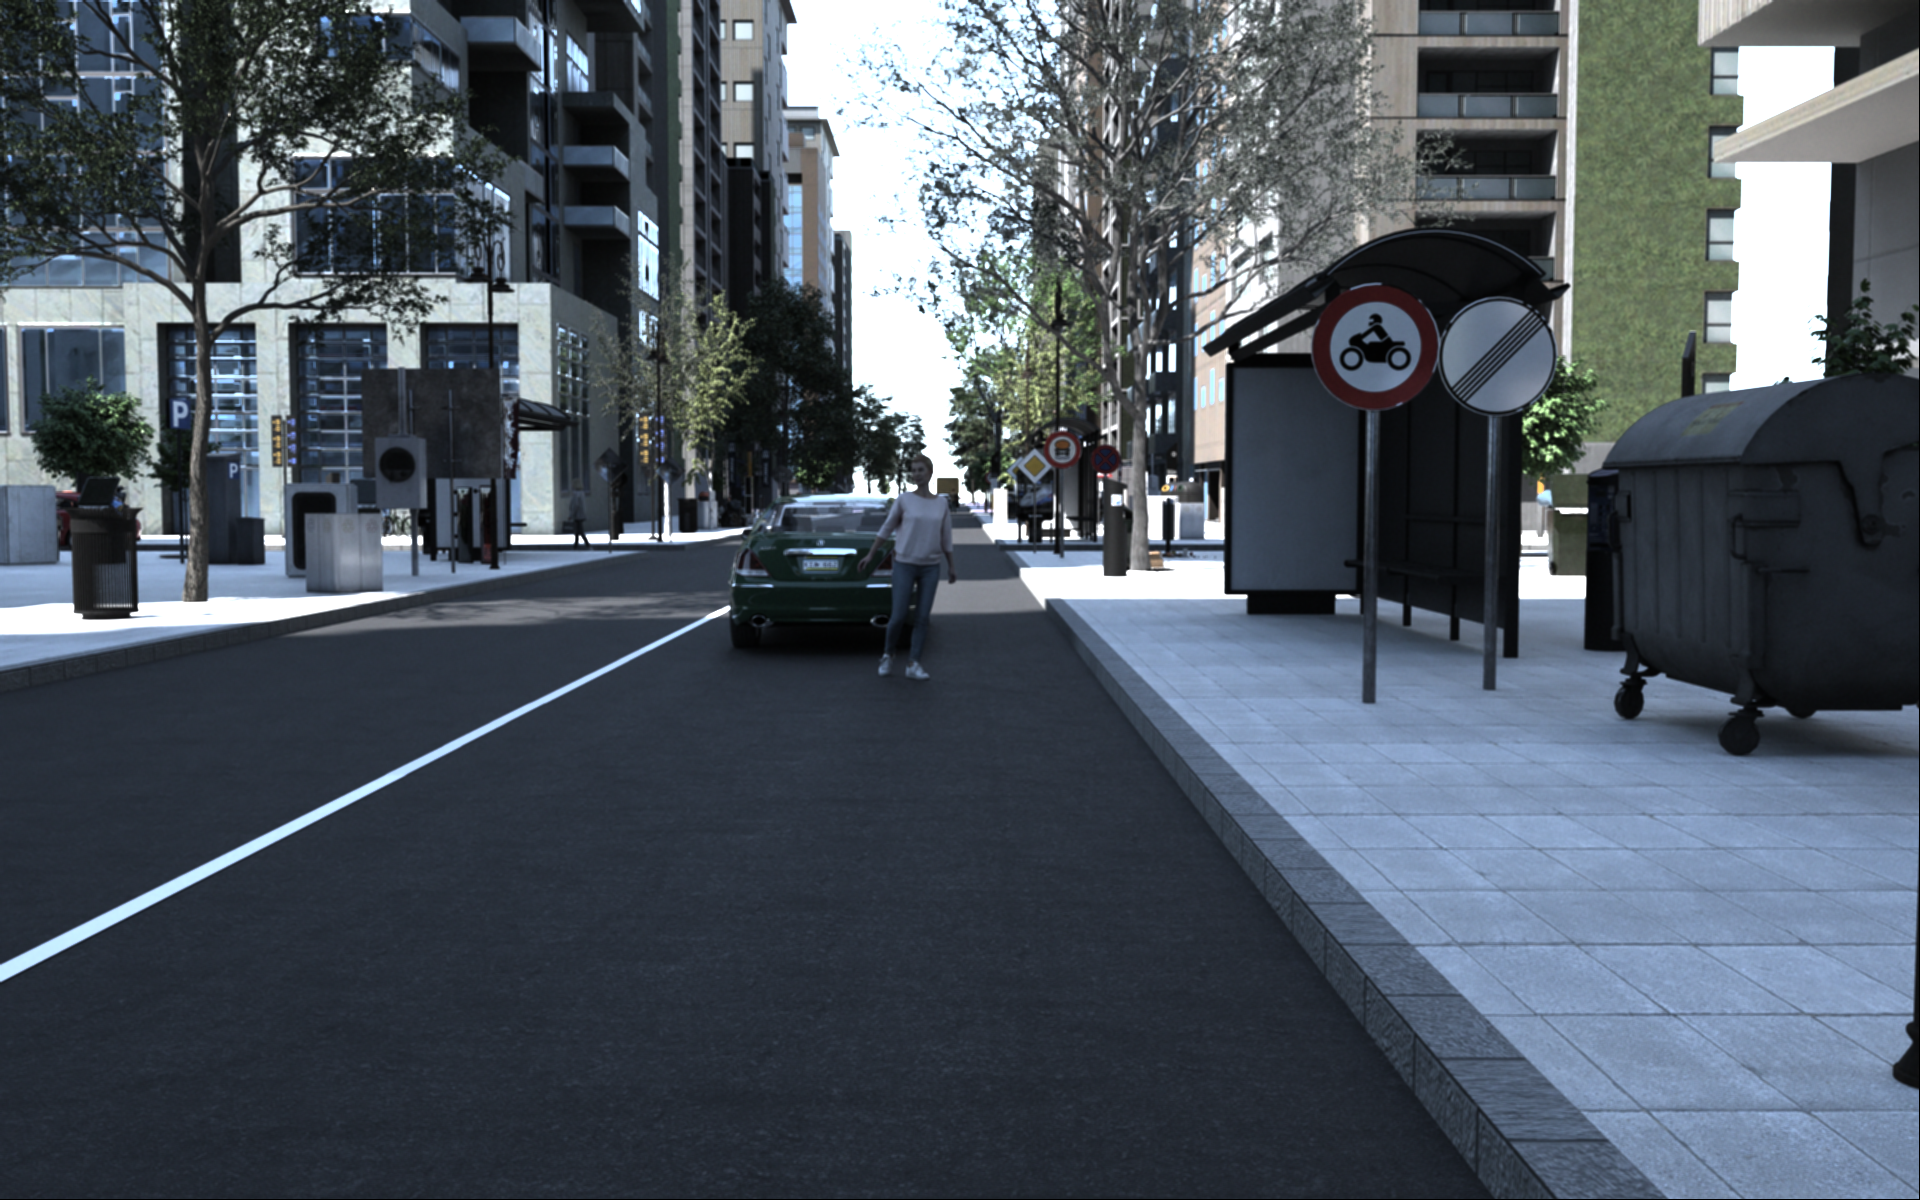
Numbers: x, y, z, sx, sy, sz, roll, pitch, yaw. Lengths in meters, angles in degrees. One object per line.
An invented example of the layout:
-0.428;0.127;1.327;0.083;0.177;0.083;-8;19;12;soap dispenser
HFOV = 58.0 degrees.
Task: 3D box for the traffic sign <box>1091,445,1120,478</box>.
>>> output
3.752;-2.727;44.696;0.768;2.556;0.104;0;4;7;traffic sign

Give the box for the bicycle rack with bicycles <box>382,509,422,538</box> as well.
-16.613;-2.329;51.461;2.852;0.926;2.925;-3;4;-37;bicycle rack with bicycles

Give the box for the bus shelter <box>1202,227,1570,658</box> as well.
3.606;-1.345;15.920;2.014;3.302;5.546;0;3;0;bus shelter

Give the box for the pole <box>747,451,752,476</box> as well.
-10.015;-5.425;82.549;0.158;3.312;0.155;0;3;0;pole

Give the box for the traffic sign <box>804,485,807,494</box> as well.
-9.852;-6.771;110.811;0.768;2.556;0.104;0;4;8;traffic sign

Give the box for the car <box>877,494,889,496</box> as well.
-5.446;-6.398;116.412;2.131;1.459;4.920;0;4;0;car

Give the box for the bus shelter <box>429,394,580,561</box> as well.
-9.416;-2.552;35.651;2.014;3.302;5.546;0;4;0;bus shelter

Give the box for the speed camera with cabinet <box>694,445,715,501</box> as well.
-10.401;-4.666;70.620;0.660;3.252;2.038;0;4;0;speed camera with cabinet

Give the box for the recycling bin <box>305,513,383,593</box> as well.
-8.111;-0.627;22.803;0.722;1.027;0.722;3;4;37;recycling bin

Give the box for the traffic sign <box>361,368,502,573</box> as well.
-8.576;-2.095;28.122;2.265;3.308;0.079;0;4;1;traffic sign

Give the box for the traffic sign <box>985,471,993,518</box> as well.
1.732;-5.716;93.558;0.768;2.556;0.104;0;4;5;traffic sign

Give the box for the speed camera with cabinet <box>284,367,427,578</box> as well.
-9.367;-1.988;26.843;2.038;3.252;0.660;0;4;-6;speed camera with cabinet

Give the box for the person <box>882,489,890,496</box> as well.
-5.728;-7.573;132.458;1.348;1.807;0.705;-1;4;-19;person

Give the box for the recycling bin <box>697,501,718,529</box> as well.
-9.330;-3.095;63.160;0.722;1.027;0.722;3;4;37;recycling bin

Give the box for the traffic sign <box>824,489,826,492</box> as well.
-9.358;-7.337;120.058;0.768;2.556;0.104;0;4;5;traffic sign

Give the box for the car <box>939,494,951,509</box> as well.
-1.609;-9.581;168.653;2.014;1.417;4.499;0;4;1;car

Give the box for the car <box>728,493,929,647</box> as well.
-1.233;-0.356;17.625;2.131;1.459;4.920;0;3;0;car

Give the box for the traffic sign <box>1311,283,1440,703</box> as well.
2.515;-0.640;10.572;0.768;2.556;0.104;0;4;5;traffic sign

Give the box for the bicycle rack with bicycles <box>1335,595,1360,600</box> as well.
5.462;-0.516;21.816;2.925;0.926;2.852;1;4;14;bicycle rack with bicycles

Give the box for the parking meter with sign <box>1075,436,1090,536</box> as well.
3.789;-3.480;53.155;0.543;3.016;1.738;0;4;-3;parking meter with sign

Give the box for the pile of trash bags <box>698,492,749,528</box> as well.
-9.313;-3.454;66.233;1.912;1.369;3.447;0;4;8;pile of trash bags

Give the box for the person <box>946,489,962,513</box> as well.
-0.502;-7.518;131.449;1.348;1.821;0.705;0;4;-1;person

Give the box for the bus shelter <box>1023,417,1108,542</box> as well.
2.876;-3.334;48.427;2.014;3.302;5.546;0;3;0;bus shelter

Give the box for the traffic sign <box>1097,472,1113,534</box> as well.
4.425;-3.380;55.259;0.884;2.594;0.081;0;4;4;traffic sign

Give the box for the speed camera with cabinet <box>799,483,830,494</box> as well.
-9.479;-7.247;112.829;2.038;3.252;0.660;-2;4;-32;speed camera with cabinet

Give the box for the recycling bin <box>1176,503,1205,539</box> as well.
6.567;-2.250;49.347;0.722;1.027;0.722;0;4;-2;recycling bin

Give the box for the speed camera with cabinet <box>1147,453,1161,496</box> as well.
9.813;-5.546;85.010;2.038;3.252;0.660;-3;4;-36;speed camera with cabinet

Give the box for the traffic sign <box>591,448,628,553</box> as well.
-7.579;-2.070;37.489;0.795;2.450;0.064;0;3;0;traffic sign

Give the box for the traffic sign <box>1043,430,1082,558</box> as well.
2.053;-2.121;34.791;0.768;2.556;0.104;0;4;2;traffic sign

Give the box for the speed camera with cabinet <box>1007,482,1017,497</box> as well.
3.543;-7.409;115.466;0.660;3.252;2.038;3;5;45;speed camera with cabinet

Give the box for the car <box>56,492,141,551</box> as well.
-22.062;-1.983;41.464;4.494;1.783;2.155;0;4;0;car

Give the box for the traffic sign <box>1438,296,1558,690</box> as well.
3.475;-0.684;11.290;0.768;2.556;0.104;0;4;1;traffic sign

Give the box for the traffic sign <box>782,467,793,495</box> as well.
-8.276;-5.012;82.049;0.768;2.556;0.104;0;4;2;traffic sign

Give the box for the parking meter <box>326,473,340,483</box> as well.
-17.122;-2.545;47.327;0.255;1.863;0.399;-3;5;-43;parking meter

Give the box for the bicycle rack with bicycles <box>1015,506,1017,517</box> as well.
3.409;-5.138;97.393;2.925;0.926;2.852;-1;4;-10;bicycle rack with bicycles

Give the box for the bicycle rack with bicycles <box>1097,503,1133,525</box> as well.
6.172;-3.656;73.154;2.852;0.926;2.925;-3;4;-38;bicycle rack with bicycles

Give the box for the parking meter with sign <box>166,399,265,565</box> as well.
-13.581;-2.168;31.704;1.738;3.016;0.543;1;4;16;parking meter with sign

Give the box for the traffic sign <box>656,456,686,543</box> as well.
-7.596;-2.559;45.474;0.795;2.450;0.064;0;3;0;traffic sign

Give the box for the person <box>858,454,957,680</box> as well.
-0.455;-0.264;13.493;0.731;1.740;0.598;-2;4;-27;person

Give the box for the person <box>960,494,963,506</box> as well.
0.104;-12.364;213.875;0.599;1.433;0.991;-1;4;-18;person

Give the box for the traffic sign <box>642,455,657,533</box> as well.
-10.087;-3.474;56.912;0.768;2.556;0.104;0;4;5;traffic sign

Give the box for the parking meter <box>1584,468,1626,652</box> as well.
5.347;-0.357;14.243;0.372;1.533;0.369;0;3;0;parking meter

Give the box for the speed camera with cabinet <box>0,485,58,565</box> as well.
-17.373;-2.249;31.104;0.660;3.252;2.038;2;4;30;speed camera with cabinet

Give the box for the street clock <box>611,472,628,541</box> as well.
-9.533;-2.641;47.753;0.471;2.002;0.358;3;5;44;street clock

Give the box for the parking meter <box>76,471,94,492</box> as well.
-22.548;-2.385;44.701;0.399;1.863;0.255;-3;5;-45;parking meter

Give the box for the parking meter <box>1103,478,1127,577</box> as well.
2.409;-1.130;26.880;0.372;1.533;0.369;0;3;0;parking meter

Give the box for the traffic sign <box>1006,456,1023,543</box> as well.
1.599;-2.558;45.473;0.795;2.450;0.064;0;3;0;traffic sign

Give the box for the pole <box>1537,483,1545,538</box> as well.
16.947;-3.464;50.486;0.158;3.312;0.155;0;3;0;pole

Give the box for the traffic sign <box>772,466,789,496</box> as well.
-8.028;-4.727;77.385;0.768;2.556;0.104;0;4;6;traffic sign

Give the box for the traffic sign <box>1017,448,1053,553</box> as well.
1.615;-2.070;37.488;0.795;2.450;0.064;0;3;0;traffic sign

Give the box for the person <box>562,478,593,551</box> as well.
-8.933;-1.945;40.489;0.728;1.800;0.709;1;4;11;person
